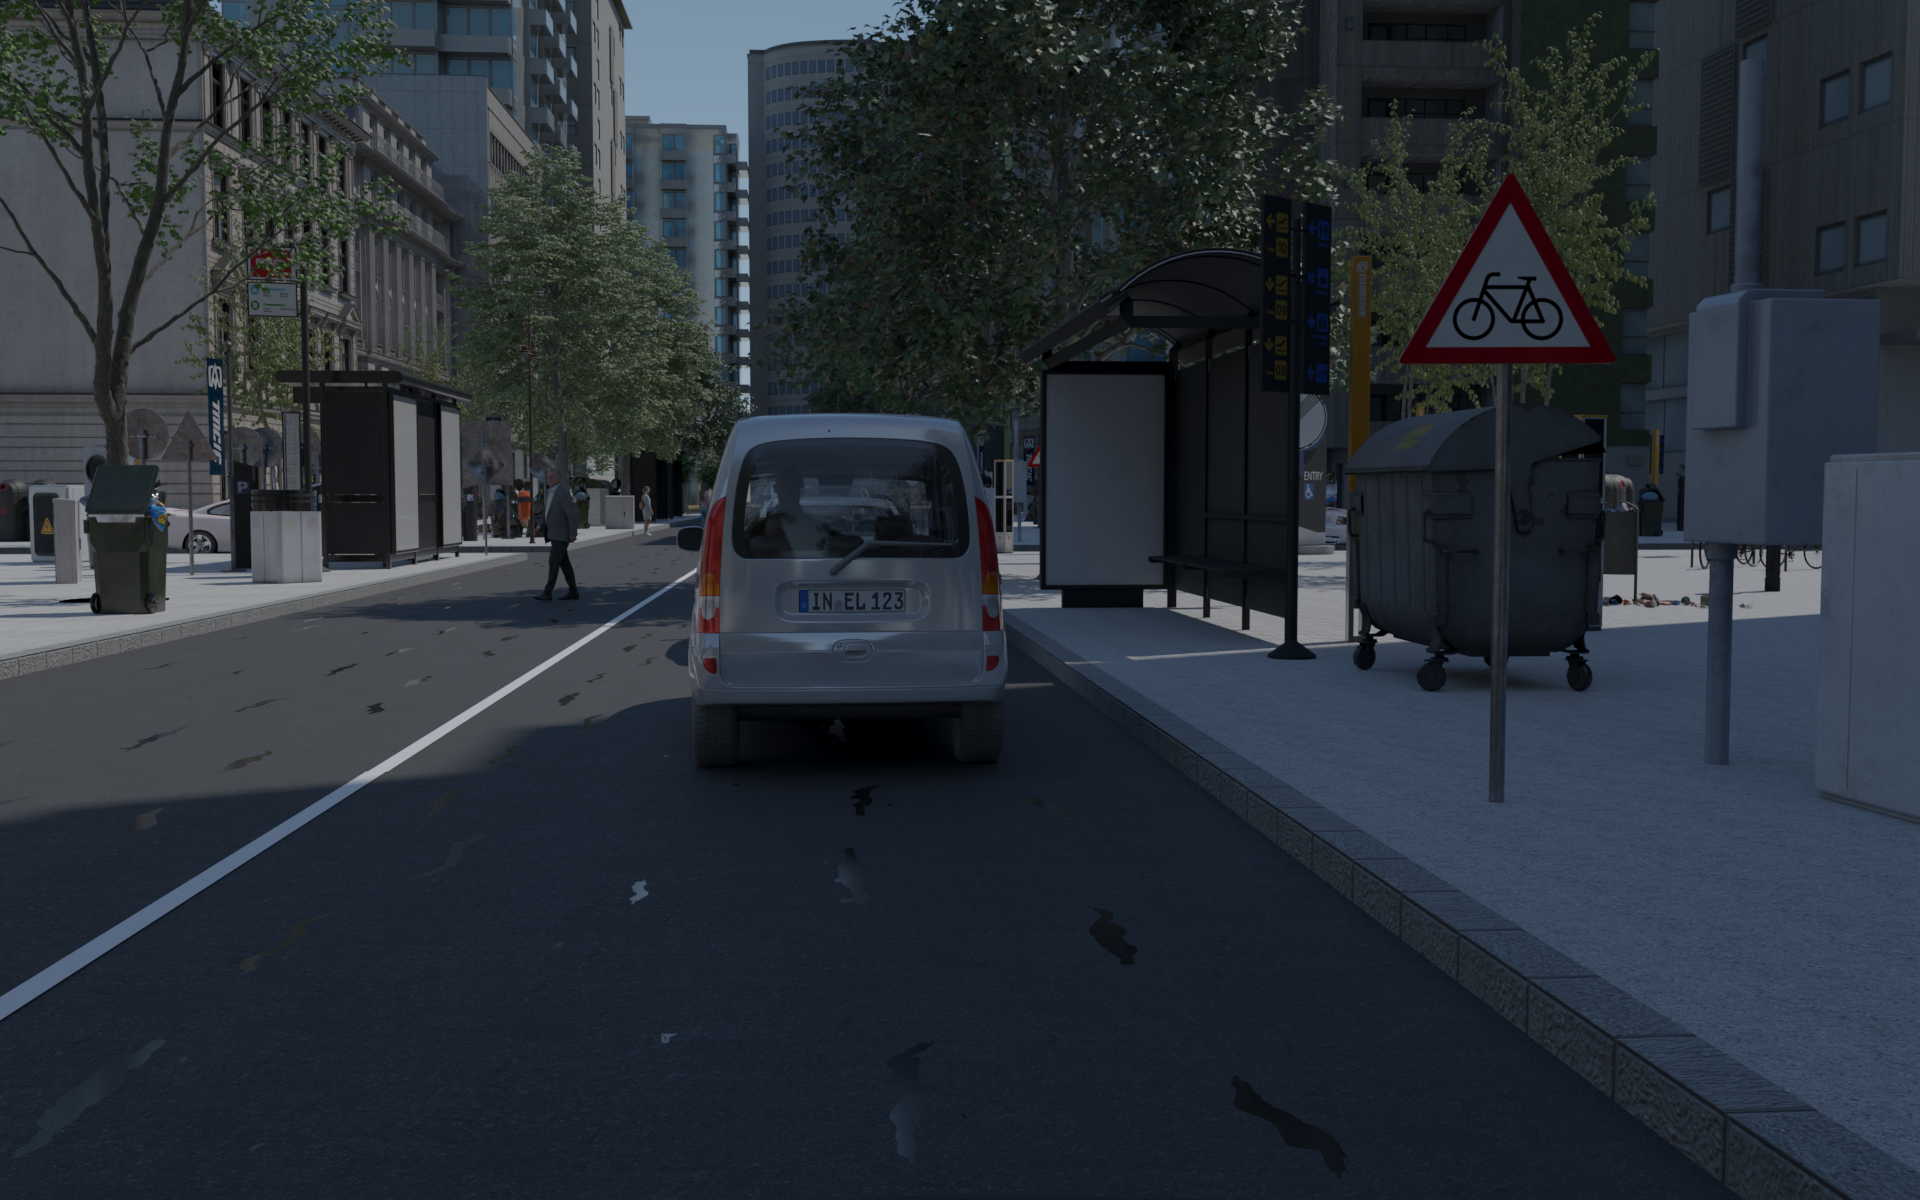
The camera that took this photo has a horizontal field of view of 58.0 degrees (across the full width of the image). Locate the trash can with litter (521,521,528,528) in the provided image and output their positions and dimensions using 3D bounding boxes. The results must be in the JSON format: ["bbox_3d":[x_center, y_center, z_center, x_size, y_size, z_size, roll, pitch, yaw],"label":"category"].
[{"bbox_3d":[-16.600,-3.273,64.906,1.055,1.170,0.624,1,4,13],"label":"trash can with litter"}]

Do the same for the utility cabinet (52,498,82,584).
[{"bbox_3d":[-12.952,-0.856,25.164,0.306,1.237,1.020,-1,4,-23],"label":"utility cabinet"}]

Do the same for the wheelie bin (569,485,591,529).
[{"bbox_3d":[-14.035,-3.414,63.728,0.980,1.594,0.693,2,4,35],"label":"wheelie bin"}]

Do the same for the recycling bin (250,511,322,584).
[{"bbox_3d":[-9.780,-0.770,25.150,0.722,1.027,0.722,2,4,35],"label":"recycling bin"}]

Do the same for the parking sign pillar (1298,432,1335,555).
[{"bbox_3d":[7.299,-2.971,37.045,1.447,3.967,1.447,-3,5,-44],"label":"parking sign pillar"}]

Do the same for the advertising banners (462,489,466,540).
[{"bbox_3d":[-13.715,-3.118,47.168,0.090,3.025,2.074,0,4,-5],"label":"advertising banners"}]

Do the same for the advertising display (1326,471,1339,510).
[{"bbox_3d":[10.091,-2.641,48.387,0.974,1.923,0.123,2,4,24],"label":"advertising display"}]

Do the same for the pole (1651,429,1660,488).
[{"bbox_3d":[21.908,-3.716,54.601,0.158,3.312,0.155,0,3,0],"label":"pole"}]

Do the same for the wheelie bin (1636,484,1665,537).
[{"bbox_3d":[20.840,-2.715,52.295,0.693,1.594,0.980,0,4,-1],"label":"wheelie bin"}]

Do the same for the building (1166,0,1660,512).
[{"bbox_3d":[15.818,-17.877,63.984,14.107,30.474,14.160,0,4,-5],"label":"building"}]

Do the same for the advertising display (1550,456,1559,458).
[{"bbox_3d":[7.772,-1.128,23.660,0.974,1.923,0.123,-1,4,-12],"label":"advertising display"}]

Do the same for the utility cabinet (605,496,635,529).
[{"bbox_3d":[-12.440,-3.191,63.328,1.020,1.237,0.306,0,4,-3],"label":"utility cabinet"}]

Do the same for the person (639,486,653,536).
[{"bbox_3d":[-10.806,-3.071,59.708,0.522,1.701,0.512,-2,4,-35],"label":"person"}]

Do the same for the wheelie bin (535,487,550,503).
[{"bbox_3d":[-21.717,-5.022,90.011,0.693,1.594,0.980,-1,4,-22],"label":"wheelie bin"}]

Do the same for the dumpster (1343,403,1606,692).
[{"bbox_3d":[3.515,-0.377,11.927,1.264,1.857,1.865,0,4,-5],"label":"dumpster"}]

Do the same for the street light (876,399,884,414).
[{"bbox_3d":[-3.612,-6.401,77.440,0.468,5.910,1.993,0,4,-5],"label":"street light"}]

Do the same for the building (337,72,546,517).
[{"bbox_3d":[-33.464,-17.707,107.536,12.078,24.808,19.932,0,4,-5],"label":"building"}]

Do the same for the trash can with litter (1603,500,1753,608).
[{"bbox_3d":[7.899,-0.543,19.944,2.233,1.210,1.678,3,4,38],"label":"trash can with litter"}]

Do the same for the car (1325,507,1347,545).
[{"bbox_3d":[11.153,-1.790,41.629,4.827,1.381,2.083,0,4,-4],"label":"car"}]

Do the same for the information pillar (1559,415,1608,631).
[{"bbox_3d":[5.829,-0.719,16.256,0.304,2.012,0.304,-1,4,-22],"label":"information pillar"}]

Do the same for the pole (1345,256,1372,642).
[{"bbox_3d":[3.445,-1.293,14.976,0.158,3.312,0.155,0,3,0],"label":"pole"}]

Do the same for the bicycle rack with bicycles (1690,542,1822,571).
[{"bbox_3d":[13.775,-1.012,29.936,2.925,0.926,2.852,-2,4,-30],"label":"bicycle rack with bicycles"}]

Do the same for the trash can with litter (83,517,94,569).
[{"bbox_3d":[-14.383,-1.112,29.571,1.055,1.170,0.624,1,4,9],"label":"trash can with litter"}]

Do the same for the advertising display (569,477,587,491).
[{"bbox_3d":[-14.463,-3.648,64.866,0.974,1.923,0.123,-2,4,-32],"label":"advertising display"}]

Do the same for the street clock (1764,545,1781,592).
[{"bbox_3d":[10.730,-1.116,22.815,0.358,2.002,0.471,2,4,26],"label":"street clock"}]

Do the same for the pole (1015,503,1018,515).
[{"bbox_3d":[3.467,-6.888,106.463,0.158,3.312,0.155,0,3,0],"label":"pole"}]

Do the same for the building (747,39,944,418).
[{"bbox_3d":[-12.924,-41.673,223.347,28.212,58.520,21.231,0,4,-5],"label":"building"}]

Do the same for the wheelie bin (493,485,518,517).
[{"bbox_3d":[-14.722,-2.952,56.168,0.693,1.594,0.980,1,4,15],"label":"wheelie bin"}]

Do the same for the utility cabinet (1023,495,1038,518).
[{"bbox_3d":[3.849,-5.085,94.302,0.306,1.237,1.020,3,4,38],"label":"utility cabinet"}]

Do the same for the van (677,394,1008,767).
[{"bbox_3d":[-0.739,-0.216,10.536,2.013,2.044,4.112,0,4,-6],"label":"van"}]

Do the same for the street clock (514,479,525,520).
[{"bbox_3d":[-20.845,-4.732,81.940,0.471,2.002,0.358,0,4,7],"label":"street clock"}]

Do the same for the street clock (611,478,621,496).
[{"bbox_3d":[-15.858,-4.609,79.931,0.471,2.002,0.358,-1,4,-11],"label":"street clock"}]

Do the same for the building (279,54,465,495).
[{"bbox_3d":[-33.527,-14.911,85.592,13.314,21.916,24.055,0,4,-5],"label":"building"}]

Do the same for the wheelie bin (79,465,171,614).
[{"bbox_3d":[-8.981,-0.659,18.684,0.980,1.594,0.693,0,4,-2],"label":"wheelie bin"}]

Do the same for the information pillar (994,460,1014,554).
[{"bbox_3d":[0.945,-2.010,37.353,0.304,2.012,0.304,3,5,40],"label":"information pillar"}]

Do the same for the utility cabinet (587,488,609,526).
[{"bbox_3d":[-15.124,-3.848,71.592,1.173,1.500,0.318,-2,4,-29],"label":"utility cabinet"}]

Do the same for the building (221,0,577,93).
[{"bbox_3d":[-41.377,-31.326,131.792,23.786,49.044,30.456,0,4,-5],"label":"building"}]

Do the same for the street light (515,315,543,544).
[{"bbox_3d":[-11.097,-4.402,44.760,0.468,5.910,1.993,0,4,-5],"label":"street light"}]

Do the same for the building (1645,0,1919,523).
[{"bbox_3d":[43.944,-29.565,72.623,27.495,52.752,28.713,0,4,-5],"label":"building"}]

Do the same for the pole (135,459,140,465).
[{"bbox_3d":[-24.306,-3.514,51.305,0.158,3.312,0.155,0,3,0],"label":"pole"}]

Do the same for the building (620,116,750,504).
[{"bbox_3d":[-42.283,-36.837,221.898,30.456,49.044,23.786,0,4,-5],"label":"building"}]

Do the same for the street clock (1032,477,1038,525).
[{"bbox_3d":[3.170,-4.151,72.443,0.358,2.002,0.471,-1,4,-12],"label":"street clock"}]

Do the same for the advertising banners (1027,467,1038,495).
[{"bbox_3d":[4.238,-6.552,103.317,2.074,3.025,0.090,-3,4,-37],"label":"advertising banners"}]

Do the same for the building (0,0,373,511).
[{"bbox_3d":[-29.145,-12.148,63.248,10.561,19.102,19.286,0,4,-5],"label":"building"}]

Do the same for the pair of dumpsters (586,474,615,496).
[{"bbox_3d":[-17.049,-4.805,81.059,1.574,2.255,4.437,0,4,-5],"label":"pair of dumpsters"}]

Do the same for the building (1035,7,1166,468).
[{"bbox_3d":[17.257,-29.738,105.823,23.786,49.044,30.456,0,4,-5],"label":"building"}]

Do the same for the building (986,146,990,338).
[{"bbox_3d":[5.581,-30.281,178.696,14.154,41.232,14.086,0,4,-5],"label":"building"}]

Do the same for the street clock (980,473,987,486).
[{"bbox_3d":[0.693,-3.385,59.921,0.358,2.002,0.471,-3,5,-41],"label":"street clock"}]

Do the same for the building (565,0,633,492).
[{"bbox_3d":[-46.631,-35.316,166.657,27.495,52.752,28.713,0,4,-5],"label":"building"}]

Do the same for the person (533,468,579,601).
[{"bbox_3d":[-5.449,-0.875,23.197,0.661,1.777,0.834,3,5,40],"label":"person"}]

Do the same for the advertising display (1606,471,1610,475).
[{"bbox_3d":[18.163,-2.709,49.499,0.123,1.923,0.974,-1,4,-22],"label":"advertising display"}]

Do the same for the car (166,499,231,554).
[{"bbox_3d":[-15.360,-1.620,38.853,4.827,1.381,2.083,0,4,-4],"label":"car"}]

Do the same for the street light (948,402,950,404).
[{"bbox_3d":[-0.212,-3.879,36.212,0.468,5.910,1.993,0,4,-5],"label":"street light"}]

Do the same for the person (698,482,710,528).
[{"bbox_3d":[-8.163,-2.883,55.649,0.555,1.821,0.388,2,4,26],"label":"person"}]

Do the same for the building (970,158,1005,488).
[{"bbox_3d":[12.228,-51.536,155.285,22.319,86.520,31.000,0,4,-5],"label":"building"}]

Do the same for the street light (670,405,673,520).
[{"bbox_3d":[-14.547,-6.991,87.090,0.468,5.910,1.993,0,4,-5],"label":"street light"}]

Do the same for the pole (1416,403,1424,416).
[{"bbox_3d":[10.297,-2.752,38.842,0.158,3.312,0.155,0,3,0],"label":"pole"}]

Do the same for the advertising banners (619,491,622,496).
[{"bbox_3d":[-18.116,-5.924,93.051,0.090,3.025,2.074,-2,4,-29],"label":"advertising banners"}]
